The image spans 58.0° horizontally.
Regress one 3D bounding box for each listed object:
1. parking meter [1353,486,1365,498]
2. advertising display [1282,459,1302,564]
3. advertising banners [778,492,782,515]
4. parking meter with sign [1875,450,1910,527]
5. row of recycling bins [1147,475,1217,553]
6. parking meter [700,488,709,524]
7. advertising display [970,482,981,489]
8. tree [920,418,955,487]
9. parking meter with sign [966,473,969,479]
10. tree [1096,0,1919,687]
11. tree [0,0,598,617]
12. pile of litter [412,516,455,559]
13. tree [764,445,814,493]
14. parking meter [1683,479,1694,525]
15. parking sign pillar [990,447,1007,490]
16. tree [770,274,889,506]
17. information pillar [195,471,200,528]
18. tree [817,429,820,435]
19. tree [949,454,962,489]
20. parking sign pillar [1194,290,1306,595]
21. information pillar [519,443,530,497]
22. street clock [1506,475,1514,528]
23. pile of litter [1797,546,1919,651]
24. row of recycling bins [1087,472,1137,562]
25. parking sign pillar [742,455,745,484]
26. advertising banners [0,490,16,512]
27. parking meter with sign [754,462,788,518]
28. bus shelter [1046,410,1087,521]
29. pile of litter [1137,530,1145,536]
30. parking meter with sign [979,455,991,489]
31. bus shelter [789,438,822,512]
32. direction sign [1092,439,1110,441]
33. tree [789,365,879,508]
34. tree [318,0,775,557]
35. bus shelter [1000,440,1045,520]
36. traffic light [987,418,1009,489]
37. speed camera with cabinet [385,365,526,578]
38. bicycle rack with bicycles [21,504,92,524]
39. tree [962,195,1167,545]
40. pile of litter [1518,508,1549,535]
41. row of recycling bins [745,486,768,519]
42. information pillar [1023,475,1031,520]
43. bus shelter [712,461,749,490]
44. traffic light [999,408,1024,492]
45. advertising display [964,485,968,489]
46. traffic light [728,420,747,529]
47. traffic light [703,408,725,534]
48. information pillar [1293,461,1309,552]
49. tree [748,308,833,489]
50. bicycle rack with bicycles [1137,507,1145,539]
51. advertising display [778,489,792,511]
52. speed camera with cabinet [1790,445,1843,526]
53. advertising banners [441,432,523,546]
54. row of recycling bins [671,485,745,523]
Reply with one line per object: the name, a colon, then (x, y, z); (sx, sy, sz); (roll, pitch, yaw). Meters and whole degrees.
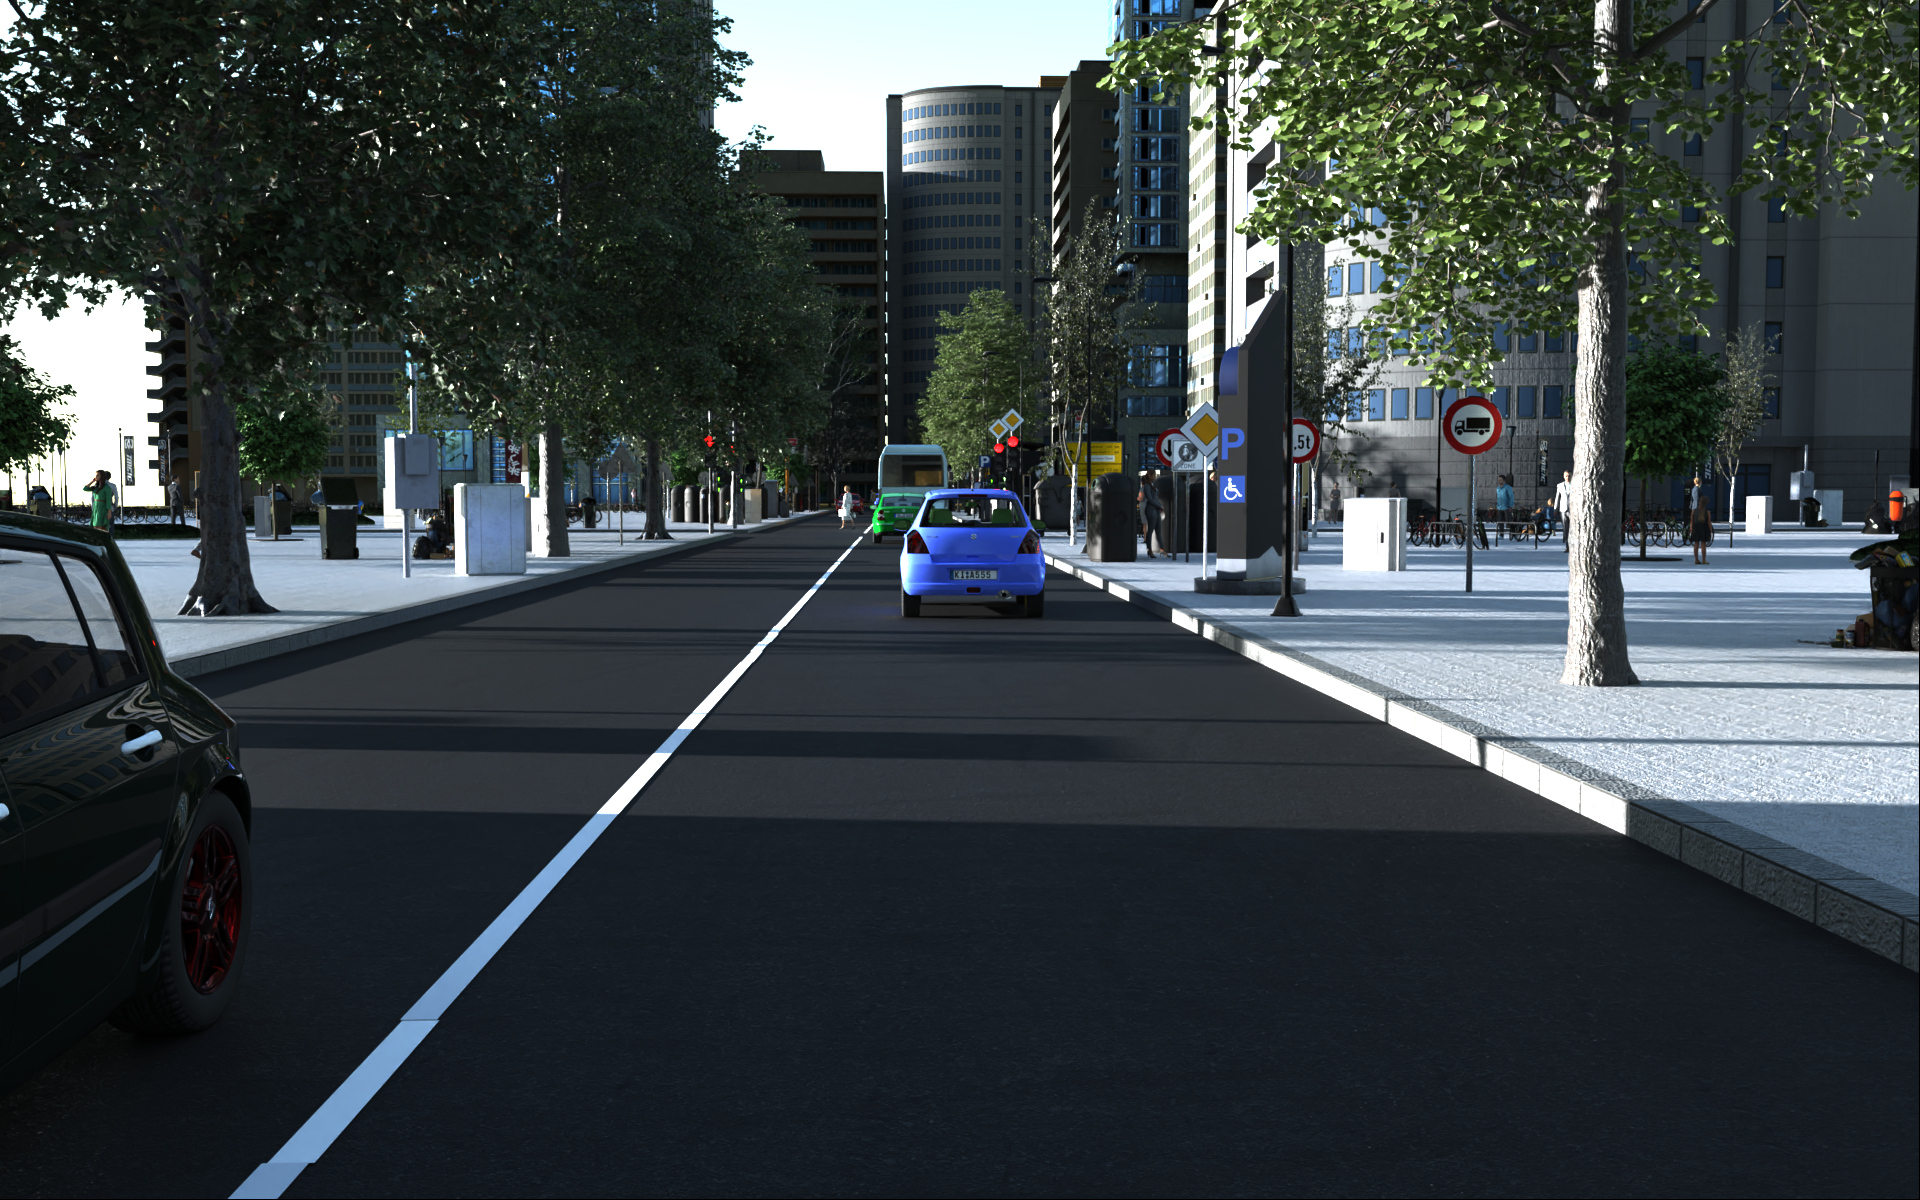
parking meter: (13.220, -2.997, 57.416); (0.372, 1.533, 0.369); (0, 3, 0)
advertising display: (5.770, -1.624, 31.758); (0.974, 1.923, 0.123); (0, 4, 0)
advertising banners: (-11.689, -6.670, 105.234); (2.074, 3.025, 0.090); (2, 4, 30)
parking meter with sign: (36.866, -4.383, 67.923); (1.738, 3.016, 0.543); (2, 4, 25)
row of recycling bins: (5.652, -1.919, 38.482); (3.534, 1.692, 1.069); (-2, 4, -35)
parking meter: (-11.140, -4.106, 75.541); (0.372, 1.533, 0.369); (0, 3, 0)
advertising display: (1.151, -5.173, 89.788); (0.974, 1.923, 0.123); (-1, 4, -17)
tree: (-0.739, -11.310, 135.287); (4.737, 8.622, 4.395); (0, 3, 0)
parking meter with sign: (1.401, -8.738, 139.122); (1.738, 3.016, 0.543); (-2, 4, -25)
tree: (4.278, -5.676, 10.931); (7.486, 12.596, 7.792); (0, 3, 0)
tree: (-7.968, -6.189, 18.199); (9.611, 12.733, 9.660); (0, 3, 0)
pile of litter: (-10.265, -1.271, 34.749); (1.176, 0.858, 1.719); (2, 4, 35)
tree: (-11.405, -8.046, 115.258); (4.285, 4.588, 4.351); (0, 3, 0)
parking meter: (28.945, -3.858, 68.786); (0.255, 1.863, 0.399); (3, 5, 45)
parking sign pillar: (2.168, -6.119, 88.516); (1.447, 3.967, 1.447); (0, 4, 6)
tree: (-12.157, -17.397, 140.330); (12.611, 20.169, 13.585); (0, 3, 0)
information pillar: (-24.369, -3.135, 55.744); (0.304, 2.012, 0.304); (1, 4, 12)
tree: (-8.784, -8.060, 48.797); (9.611, 12.733, 9.660); (0, 3, 0)
tree: (0.850, -10.614, 123.904); (4.360, 8.622, 3.978); (0, 3, 0)
parking sign pillar: (3.785, -2.082, 22.510); (1.447, 3.967, 1.447); (2, 4, 31)
information pillar: (-16.329, -4.498, 64.890); (0.504, 3.616, 0.183); (2, 4, 31)
street clock: (20.486, -3.670, 64.581); (0.358, 2.002, 0.471); (2, 4, 25)
pile of litter: (7.902, -0.029, 14.432); (1.176, 0.858, 1.719); (-1, 4, -19)
row of recycling bins: (3.025, -1.657, 34.209); (1.069, 1.692, 3.534); (0, 4, 3)
parking sign pillar: (-12.500, -6.748, 98.801); (1.447, 3.967, 1.447); (0, 4, -6)
advertising banners: (-30.667, -3.545, 54.154); (2.074, 3.025, 0.090); (-1, 4, -10)
parking meter with sign: (-10.726, -6.262, 98.646); (1.738, 3.016, 0.543); (1, 4, 10)
bus shelter: (5.207, -6.277, 80.264); (2.179, 5.291, 8.768); (0, 4, -2)
pile of litter: (6.095, -2.372, 52.747); (1.719, 0.858, 1.176); (1, 4, 9)
parking meter with sign: (1.202, -5.058, 78.951); (0.543, 3.016, 1.738); (0, 4, 5)
bus shelter: (-11.377, -9.129, 126.897); (2.179, 5.291, 8.768); (0, 4, -2)
direction sign: (5.862, -4.892, 71.981); (0.876, 3.537, 0.379); (3, 5, 39)
tree: (-12.320, -15.538, 164.422); (12.009, 13.543, 11.850); (0, 3, 0)
tree: (-8.261, -7.860, 35.171); (9.857, 13.997, 8.962); (0, 3, 0)
bus shelter: (2.779, -5.277, 77.566); (1.731, 3.624, 6.357); (0, 4, -2)
traffic light: (1.416, -4.624, 64.526); (0.839, 4.253, 0.868); (0, 4, -2)
speed camera with cabinet: (-7.897, -2.006, 27.138); (2.038, 3.252, 0.660); (-2, 4, -33)
bicycle rack with bicycles: (-34.496, -3.202, 65.729); (2.852, 0.926, 2.925); (1, 4, 12)
tree: (2.996, -5.708, 43.687); (4.360, 8.622, 3.978); (0, 3, 0)
pile of litter: (17.987, -2.486, 54.612); (1.176, 0.858, 1.719); (1, 4, 13)
row of recycling bins: (-11.016, -4.963, 88.261); (1.069, 1.692, 3.534); (2, 4, 28)
information pillar: (2.474, -3.739, 65.621); (0.304, 2.012, 0.304); (-1, 4, -23)
bus shelter: (-14.172, -7.751, 104.354); (2.179, 5.291, 8.768); (0, 4, -2)
traffic light: (1.689, -4.136, 56.546); (0.839, 4.253, 0.868); (0, 4, -2)
advertising display: (0.770, -7.064, 120.707); (0.974, 1.923, 0.123); (1, 4, 20)
traffic light: (-8.339, -4.603, 64.178); (0.839, 4.253, 0.868); (0, 4, -2)
traffic light: (-8.066, -4.115, 56.198); (0.839, 4.253, 0.868); (0, 4, -2)
information pillar: (7.600, -2.097, 38.775); (0.304, 2.012, 0.304); (3, 5, 43)
tree: (-9.670, -9.216, 85.097); (7.601, 10.594, 8.767); (0, 4, 0)
bicycle rack with bicycles: (6.104, -2.224, 49.746); (2.852, 0.926, 2.925); (1, 4, 13)
advertising display: (-13.096, -7.608, 129.601); (0.974, 1.923, 0.123); (0, 4, 7)
speed camera with cabinet: (34.535, -4.616, 69.806); (2.038, 3.252, 0.660); (-1, 4, -13)
advertising banners: (-11.872, -2.876, 43.211); (2.074, 3.025, 0.090); (-1, 4, -18)
row of recycling bins: (-11.538, -4.324, 77.810); (3.534, 1.692, 1.069); (2, 4, 29)
